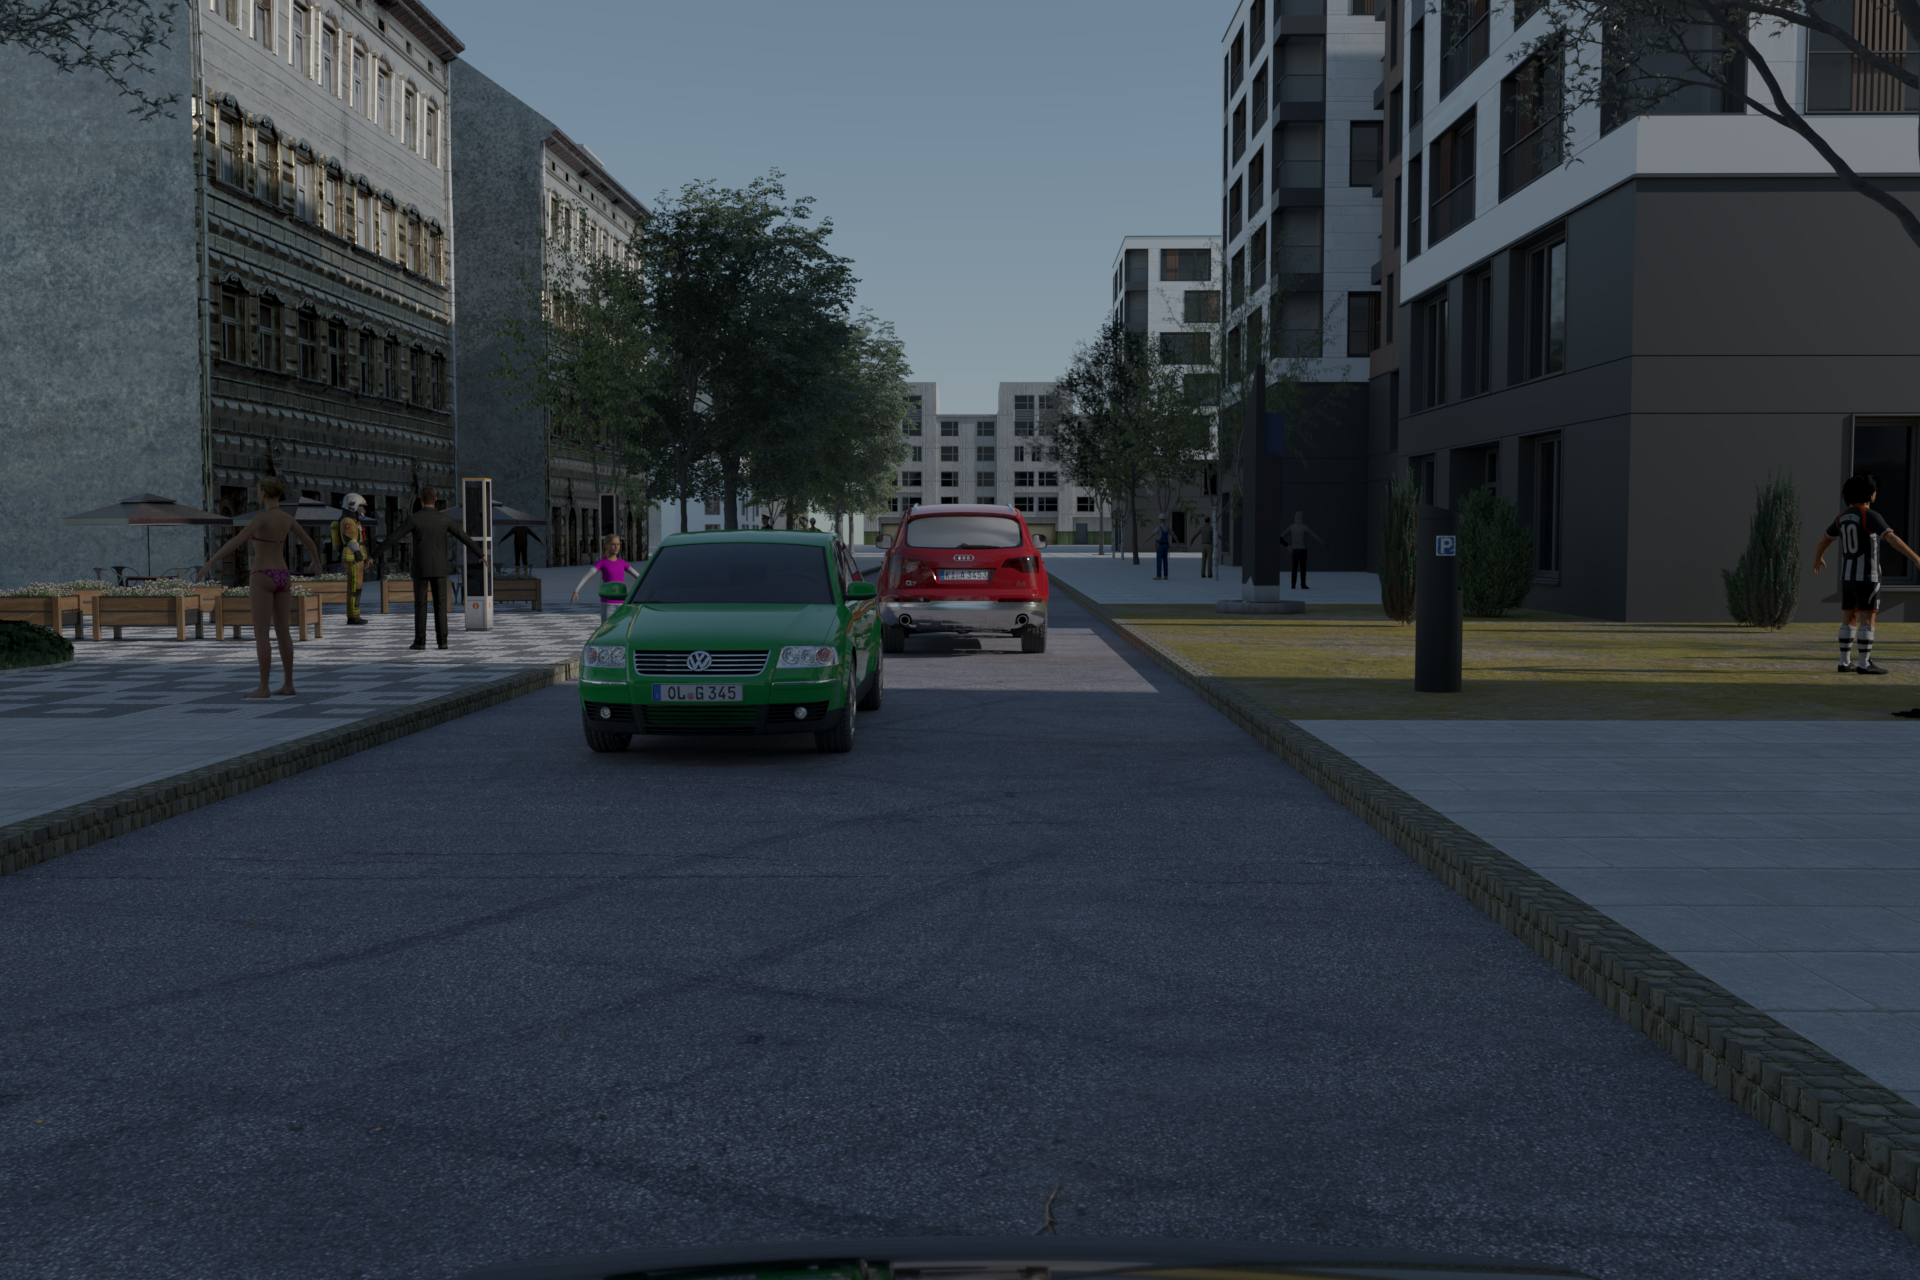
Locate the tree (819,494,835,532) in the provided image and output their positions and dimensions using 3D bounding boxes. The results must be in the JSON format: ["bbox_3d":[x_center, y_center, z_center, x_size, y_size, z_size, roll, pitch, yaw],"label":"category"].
[{"bbox_3d":[-14.915,-15.498,203.758,4.737,8.622,4.395,0,3,0],"label":"tree"}]

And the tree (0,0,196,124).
[{"bbox_3d":[-8.360,-6.131,10.614,12.009,13.543,11.850,0,3,0],"label":"tree"}]

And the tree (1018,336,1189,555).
[{"bbox_3d":[8.547,-11.890,104.777,12.009,13.543,11.850,0,3,0],"label":"tree"}]

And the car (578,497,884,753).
[{"bbox_3d":[-1.546,-0.243,12.773,1.959,1.807,4.718,0,4,1],"label":"car"}]

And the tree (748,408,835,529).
[{"bbox_3d":[-7.605,-7.409,71.507,4.737,8.622,4.395,0,3,0],"label":"tree"}]

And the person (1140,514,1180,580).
[{"bbox_3d":[5.653,-2.612,48.560,1.347,1.847,0.705,-2,4,-29],"label":"person"}]

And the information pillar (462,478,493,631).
[{"bbox_3d":[-6.389,-1.129,22.958,0.304,2.012,0.304,0,4,0],"label":"information pillar"}]

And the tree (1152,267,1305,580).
[{"bbox_3d":[7.075,-5.975,48.060,4.360,8.622,3.978,0,3,0],"label":"tree"}]

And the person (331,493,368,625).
[{"bbox_3d":[-8.574,-1.151,24.582,0.705,1.858,1.354,-1,4,-17],"label":"person"}]

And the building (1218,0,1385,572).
[{"bbox_3d":[24.793,-14.083,74.232,27.936,21.610,32.646,0,4,1],"label":"building"}]

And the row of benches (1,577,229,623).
[{"bbox_3d":[-12.108,-0.488,23.438,4.104,0.672,1.422,-3,5,-42],"label":"row of benches"}]

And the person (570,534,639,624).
[{"bbox_3d":[-3.346,-0.314,16.862,0.991,1.433,0.599,-3,4,-39],"label":"person"}]

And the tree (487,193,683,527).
[{"bbox_3d":[-7.857,-5.325,37.433,4.737,8.622,4.395,0,3,0],"label":"tree"}]

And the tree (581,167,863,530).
[{"bbox_3d":[-8.132,-9.389,60.173,9.857,13.997,8.962,0,3,0],"label":"tree"}]

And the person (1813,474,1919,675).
[{"bbox_3d":[8.292,-0.597,15.906,0.704,1.843,1.345,-1,4,-16],"label":"person"}]

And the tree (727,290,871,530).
[{"bbox_3d":[-7.714,-9.940,80.651,7.486,12.596,7.792,0,3,0],"label":"tree"}]

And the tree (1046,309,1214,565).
[{"bbox_3d":[7.054,-8.433,72.296,7.601,10.594,8.767,0,4,6],"label":"tree"}]

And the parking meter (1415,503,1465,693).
[{"bbox_3d":[3.913,-0.350,14.131,0.372,1.533,0.369,0,3,0],"label":"parking meter"}]

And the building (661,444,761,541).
[{"bbox_3d":[-21.872,-12.837,152.031,9.099,9.664,28.070,0,4,1],"label":"building"}]

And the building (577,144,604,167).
[{"bbox_3d":[-23.286,-14.010,85.489,16.016,20.090,11.380,0,4,1],"label":"building"}]

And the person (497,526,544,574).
[{"bbox_3d":[-13.033,-2.768,51.389,1.346,1.812,0.704,-1,4,-20],"label":"person"}]

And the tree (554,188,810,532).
[{"bbox_3d":[-7.905,-6.937,47.830,8.767,10.594,7.601,2,4,35],"label":"tree"}]

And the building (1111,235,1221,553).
[{"bbox_3d":[25.636,-17.791,134.849,27.936,21.610,32.646,0,4,1],"label":"building"}]

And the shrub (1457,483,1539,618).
[{"bbox_3d":[8.129,-1.395,26.855,1.661,2.075,1.752,0,3,0],"label":"shrub"}]

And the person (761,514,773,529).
[{"bbox_3d":[-5.445,-2.596,48.382,0.705,1.837,1.347,-3,5,-40],"label":"person"}]

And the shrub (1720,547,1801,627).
[{"bbox_3d":[11.102,-0.789,24.013,1.383,1.207,1.383,0,3,0],"label":"shrub"}]

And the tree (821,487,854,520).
[{"bbox_3d":[-14.833,-15.853,209.554,4.737,8.622,4.395,0,3,0],"label":"tree"}]

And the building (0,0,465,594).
[{"bbox_3d":[-25.054,-13.083,44.833,19.493,23.208,18.063,0,3,0],"label":"building"}]

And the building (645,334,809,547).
[{"bbox_3d":[-26.019,-21.334,179.735,19.493,23.208,18.063,0,4,1],"label":"building"}]

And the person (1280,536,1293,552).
[{"bbox_3d":[6.294,-1.795,35.540,1.347,1.806,0.705,-3,4,-38],"label":"person"}]

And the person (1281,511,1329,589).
[{"bbox_3d":[7.928,-2.097,40.420,1.348,1.813,0.705,2,4,28],"label":"person"}]

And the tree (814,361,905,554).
[{"bbox_3d":[-7.421,-11.880,112.371,7.486,12.596,7.792,0,3,0],"label":"tree"}]

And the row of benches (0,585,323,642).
[{"bbox_3d":[-9.706,-0.332,20.895,4.104,0.672,1.422,0,4,-2],"label":"row of benches"}]

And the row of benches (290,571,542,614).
[{"bbox_3d":[-8.751,-0.774,28.125,4.104,0.672,1.422,-1,4,-22],"label":"row of benches"}]

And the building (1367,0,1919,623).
[{"bbox_3d":[23.771,-12.015,40.421,27.936,21.610,32.646,0,4,1],"label":"building"}]

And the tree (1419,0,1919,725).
[{"bbox_3d":[6.885,-6.175,11.332,12.009,13.543,11.850,0,3,0],"label":"tree"}]

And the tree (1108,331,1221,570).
[{"bbox_3d":[7.360,-6.841,62.219,4.737,8.622,4.395,0,3,0],"label":"tree"}]

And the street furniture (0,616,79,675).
[{"bbox_3d":[-11.592,0.063,14.598,5.734,0.657,10.072,0,4,3],"label":"street furniture"}]

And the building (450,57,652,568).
[{"bbox_3d":[-24.446,-14.842,73.590,19.493,23.208,18.063,0,4,2],"label":"building"}]

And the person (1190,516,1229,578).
[{"bbox_3d":[7.273,-2.724,50.816,1.348,1.796,0.705,3,5,41],"label":"person"}]

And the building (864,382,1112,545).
[{"bbox_3d":[4.662,-20.748,208.139,31.486,18.905,16.747,0,4,1],"label":"building"}]

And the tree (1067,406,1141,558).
[{"bbox_3d":[7.931,-8.610,91.136,4.737,8.622,4.395,0,3,0],"label":"tree"}]

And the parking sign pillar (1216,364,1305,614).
[{"bbox_3d":[4.917,-2.433,28.248,1.447,3.967,1.447,0,4,0],"label":"parking sign pillar"}]

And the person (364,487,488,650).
[{"bbox_3d":[-5.904,-0.796,19.246,1.346,1.802,0.704,-2,4,-29],"label":"person"}]

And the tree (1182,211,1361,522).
[{"bbox_3d":[6.550,-5.512,40.478,4.360,8.622,3.978,0,3,0],"label":"tree"}]

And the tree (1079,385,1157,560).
[{"bbox_3d":[7.933,-8.217,84.713,4.737,8.622,4.395,0,3,0],"label":"tree"}]

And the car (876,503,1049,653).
[{"bbox_3d":[0.025,-0.837,22.360,2.281,1.827,5.304,0,4,0],"label":"car"}]

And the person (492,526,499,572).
[{"bbox_3d":[-9.961,-1.858,36.566,0.705,1.806,1.347,-1,4,-21],"label":"person"}]

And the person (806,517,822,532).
[{"bbox_3d":[-4.343,-2.719,50.918,1.216,1.772,0.721,0,4,6],"label":"person"}]

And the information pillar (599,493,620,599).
[{"bbox_3d":[-6.321,-1.637,31.264,0.304,2.012,0.304,0,4,2],"label":"information pillar"}]

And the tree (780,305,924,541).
[{"bbox_3d":[-6.945,-11.675,97.548,9.857,13.997,8.962,0,3,0],"label":"tree"}]

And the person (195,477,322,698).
[{"bbox_3d":[-5.502,-0.422,13.697,0.721,1.733,1.217,2,4,26],"label":"person"}]
